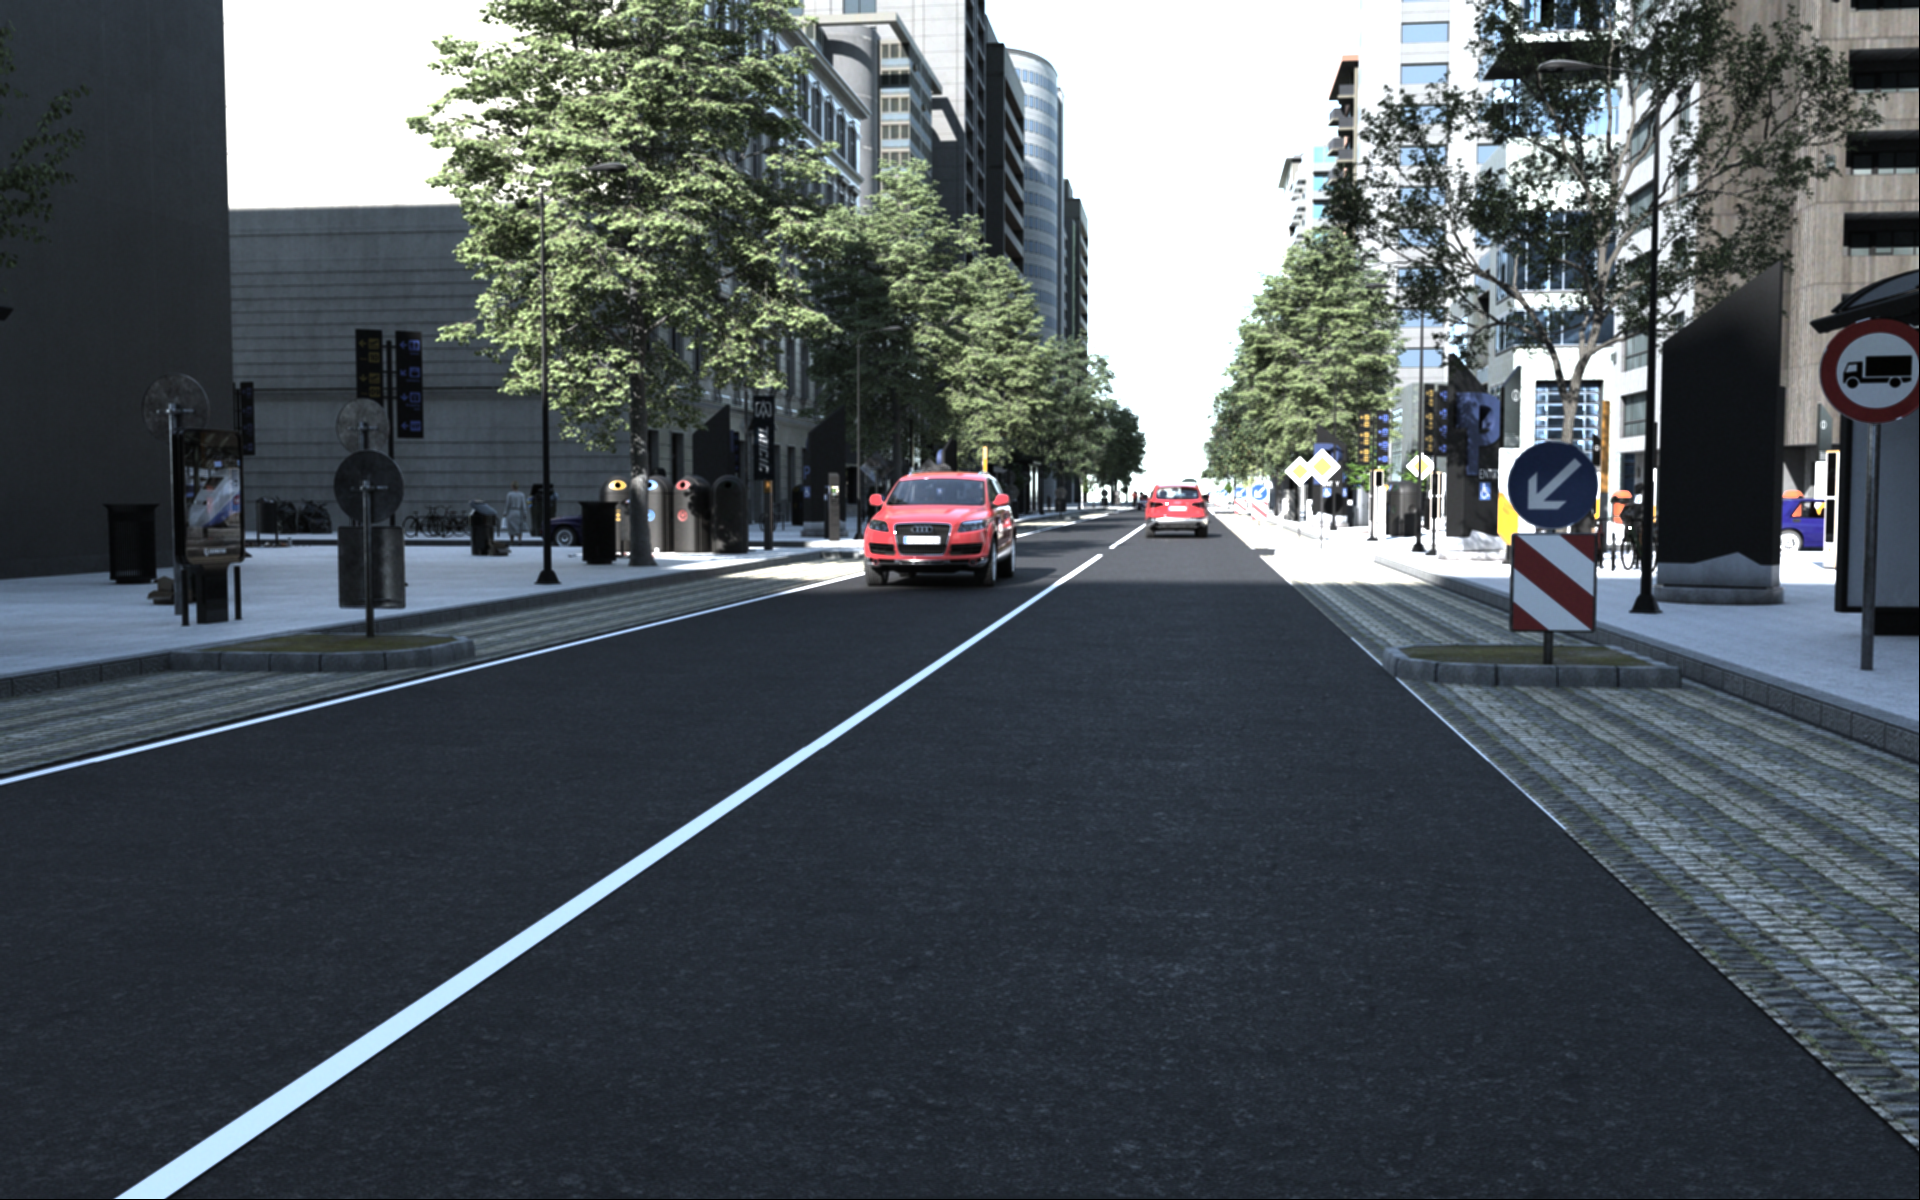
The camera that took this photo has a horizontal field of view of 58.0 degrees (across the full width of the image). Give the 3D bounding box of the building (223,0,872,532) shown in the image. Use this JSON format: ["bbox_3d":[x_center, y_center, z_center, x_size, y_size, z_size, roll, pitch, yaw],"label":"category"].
[{"bbox_3d":[-15.939,-18.505,78.964,17.030,29.872,44.131,0,4,8],"label":"building"}]

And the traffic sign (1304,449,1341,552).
[{"bbox_3d":[8.036,-2.131,38.477,0.795,2.450,0.064,0,4,8],"label":"traffic sign"}]

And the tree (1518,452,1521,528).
[{"bbox_3d":[20.948,-4.367,66.000,1.663,3.219,1.824,0,3,0],"label":"tree"}]

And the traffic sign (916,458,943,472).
[{"bbox_3d":[-0.861,-2.697,47.736,0.795,2.450,0.064,0,4,8],"label":"traffic sign"}]

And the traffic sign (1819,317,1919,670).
[{"bbox_3d":[6.617,-0.762,12.562,0.768,2.556,0.104,1,4,16],"label":"traffic sign"}]

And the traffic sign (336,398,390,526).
[{"bbox_3d":[-7.937,-1.401,23.015,0.768,2.556,0.104,1,4,11],"label":"traffic sign"}]

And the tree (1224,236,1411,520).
[{"bbox_3d":[17.537,-10.983,86.234,9.857,13.997,8.962,0,3,0],"label":"tree"}]

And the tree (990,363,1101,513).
[{"bbox_3d":[5.552,-11.231,118.041,8.767,10.594,7.601,1,4,10],"label":"tree"}]

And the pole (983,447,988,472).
[{"bbox_3d":[1.101,-4.945,74.687,0.158,3.312,0.155,0,3,0],"label":"pole"}]

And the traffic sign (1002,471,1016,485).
[{"bbox_3d":[2.651,-5.740,93.959,0.768,2.556,0.104,1,4,16],"label":"traffic sign"}]

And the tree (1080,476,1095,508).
[{"bbox_3d":[11.379,-9.971,157.627,1.663,3.219,1.824,0,3,0],"label":"tree"}]

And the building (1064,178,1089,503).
[{"bbox_3d":[8.633,-39.473,269.086,21.300,48.544,21.600,0,4,8],"label":"building"}]

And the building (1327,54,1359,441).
[{"bbox_3d":[47.689,-31.567,170.739,22.147,44.769,28.867,0,4,8],"label":"building"}]

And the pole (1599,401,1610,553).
[{"bbox_3d":[14.090,-2.693,37.877,0.158,3.312,0.155,0,3,0],"label":"pole"}]

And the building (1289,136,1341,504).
[{"bbox_3d":[55.701,-37.436,231.692,23.786,49.044,30.456,0,4,8],"label":"building"}]

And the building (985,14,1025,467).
[{"bbox_3d":[-4.895,-34.087,181.019,21.300,48.544,21.600,0,4,8],"label":"building"}]

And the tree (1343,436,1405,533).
[{"bbox_3d":[13.353,-3.807,56.846,1.663,3.219,1.824,0,3,0],"label":"tree"}]

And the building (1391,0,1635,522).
[{"bbox_3d":[36.565,-47.635,91.498,22.319,86.520,31.000,0,4,8],"label":"building"}]

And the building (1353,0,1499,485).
[{"bbox_3d":[43.322,-36.690,141.878,21.231,58.520,28.212,0,4,8],"label":"building"}]

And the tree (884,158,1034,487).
[{"bbox_3d":[-2.135,-8.591,58.586,7.486,12.596,7.792,0,3,0],"label":"tree"}]

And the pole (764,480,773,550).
[{"bbox_3d":[-4.384,-2.796,39.561,0.158,3.312,0.155,0,3,0],"label":"pole"}]

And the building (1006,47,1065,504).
[{"bbox_3d":[2.188,-42.006,228.790,21.231,58.520,28.212,0,4,8],"label":"building"}]

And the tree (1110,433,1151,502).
[{"bbox_3d":[26.502,-21.354,274.899,9.928,11.665,9.643,0,3,0],"label":"tree"}]

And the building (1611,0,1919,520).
[{"bbox_3d":[31.582,-17.627,59.899,14.107,30.474,14.160,0,4,8],"label":"building"}]

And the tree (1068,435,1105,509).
[{"bbox_3d":[10.870,-12.406,153.194,4.360,8.622,3.978,0,3,0],"label":"tree"}]

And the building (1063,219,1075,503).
[{"bbox_3d":[9.151,-34.705,251.013,14.154,41.232,14.086,0,4,8],"label":"building"}]

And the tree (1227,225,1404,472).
[{"bbox_3d":[15.136,-9.533,73.985,7.486,12.596,7.792,0,3,0],"label":"tree"}]

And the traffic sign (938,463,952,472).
[{"bbox_3d":[-0.711,-4.402,72.077,0.768,2.556,0.104,1,4,13],"label":"traffic sign"}]

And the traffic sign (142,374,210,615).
[{"bbox_3d":[-8.307,-1.115,18.338,0.768,2.556,0.104,0,4,8],"label":"traffic sign"}]

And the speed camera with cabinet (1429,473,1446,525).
[{"bbox_3d":[20.045,-4.782,72.527,0.660,3.252,2.038,1,4,20],"label":"speed camera with cabinet"}]

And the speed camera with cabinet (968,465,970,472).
[{"bbox_3d":[0.203,-7.585,118.357,0.660,3.252,2.038,-1,4,-20],"label":"speed camera with cabinet"}]

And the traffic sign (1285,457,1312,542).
[{"bbox_3d":[9.093,-2.615,46.392,0.795,2.450,0.064,0,4,8],"label":"traffic sign"}]

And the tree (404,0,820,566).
[{"bbox_3d":[-5.620,-6.853,30.167,7.486,12.596,7.792,0,3,0],"label":"tree"}]

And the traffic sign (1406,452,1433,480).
[{"bbox_3d":[12.561,-2.815,47.216,0.795,2.450,0.064,1,4,12],"label":"traffic sign"}]

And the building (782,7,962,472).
[{"bbox_3d":[-15.258,-27.260,137.577,32.217,40.220,23.993,0,4,8],"label":"building"}]

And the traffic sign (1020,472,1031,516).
[{"bbox_3d":[3.713,-6.078,99.483,0.768,2.556,0.104,1,4,12],"label":"traffic sign"}]

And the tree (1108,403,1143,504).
[{"bbox_3d":[19.102,-18.024,212.823,7.486,12.596,7.792,0,3,0],"label":"tree"}]

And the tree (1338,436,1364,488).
[{"bbox_3d":[20.803,-6.820,95.217,4.285,4.588,4.351,0,3,0],"label":"tree"}]

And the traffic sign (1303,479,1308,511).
[{"bbox_3d":[18.432,-5.642,92.349,0.768,2.556,0.104,1,4,13],"label":"traffic sign"}]

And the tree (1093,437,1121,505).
[{"bbox_3d":[16.111,-15.097,197.193,4.737,8.622,4.395,0,3,0],"label":"tree"}]

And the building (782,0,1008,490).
[{"bbox_3d":[-6.154,-44.054,158.538,20.563,71.187,20.611,0,4,8],"label":"building"}]

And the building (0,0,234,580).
[{"bbox_3d":[-26.006,-14.322,27.673,24.014,27.812,14.314,0,4,8],"label":"building"}]

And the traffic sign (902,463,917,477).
[{"bbox_3d":[-2.107,-4.369,71.547,0.768,2.556,0.104,1,4,13],"label":"traffic sign"}]

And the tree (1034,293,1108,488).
[{"bbox_3d":[1.454,-10.017,81.912,7.486,12.596,7.792,0,3,0],"label":"tree"}]

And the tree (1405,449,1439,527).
[{"bbox_3d":[17.836,-4.446,67.294,1.663,3.219,1.824,0,3,0],"label":"tree"}]

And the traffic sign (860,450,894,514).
[{"bbox_3d":[-1.917,-2.213,39.821,0.795,2.450,0.064,0,4,8],"label":"traffic sign"}]

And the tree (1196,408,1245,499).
[{"bbox_3d":[30.393,-16.799,185.027,12.009,13.543,11.850,0,3,0],"label":"tree"}]

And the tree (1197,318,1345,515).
[{"bbox_3d":[19.821,-11.663,107.693,9.611,12.733,9.660,0,3,0],"label":"tree"}]

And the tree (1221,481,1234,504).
[{"bbox_3d":[38.976,-15.801,252.942,1.663,3.219,1.824,0,3,0],"label":"tree"}]

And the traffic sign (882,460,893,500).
[{"bbox_3d":[-2.722,-3.885,63.633,0.768,2.556,0.104,1,4,10],"label":"traffic sign"}]

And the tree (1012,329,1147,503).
[{"bbox_3d":[7.824,-13.955,134.813,9.857,13.997,8.962,0,3,0],"label":"tree"}]

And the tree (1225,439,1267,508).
[{"bbox_3d":[26.879,-12.931,161.777,4.737,8.622,4.395,0,3,0],"label":"tree"}]

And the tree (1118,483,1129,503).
[{"bbox_3d":[24.560,-16.090,257.675,1.663,3.219,1.824,0,3,0],"label":"tree"}]

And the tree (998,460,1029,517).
[{"bbox_3d":[3.029,-6.293,97.488,1.663,3.219,1.824,0,3,0],"label":"tree"}]

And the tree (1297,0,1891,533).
[{"bbox_3d":[9.442,-5.669,27.097,8.767,10.594,7.601,1,4,16],"label":"tree"}]

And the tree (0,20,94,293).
[{"bbox_3d":[-12.470,-4.232,19.558,4.737,8.622,4.395,0,3,0],"label":"tree"}]

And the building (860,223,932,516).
[{"bbox_3d":[-8.049,-15.021,110.214,10.561,19.102,19.286,0,4,8],"label":"building"}]
